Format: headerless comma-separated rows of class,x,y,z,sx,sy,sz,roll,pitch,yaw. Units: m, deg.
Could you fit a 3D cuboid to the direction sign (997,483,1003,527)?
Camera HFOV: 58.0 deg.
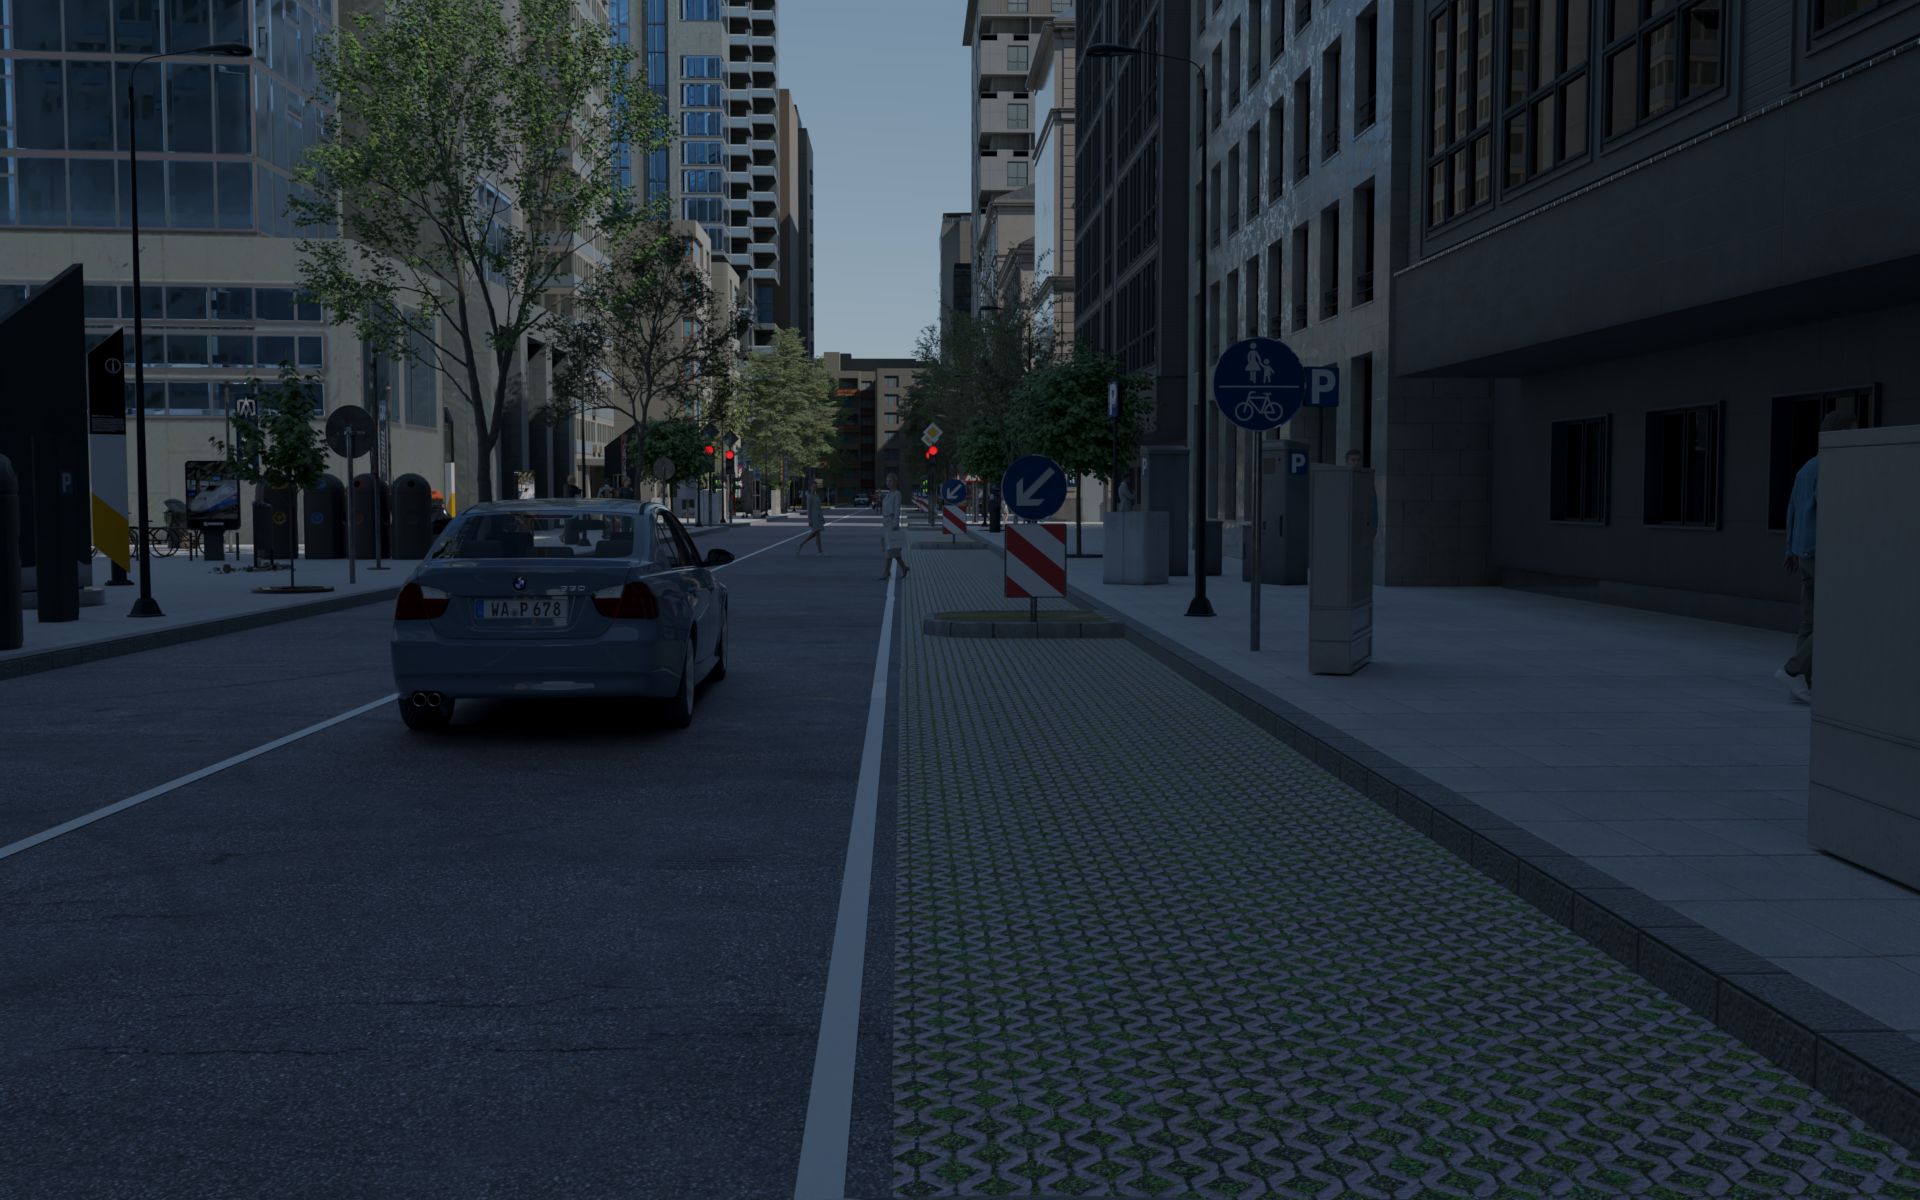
direction sign,1.478,-4.586,66.974,0.379,3.537,0.876,0,4,-7

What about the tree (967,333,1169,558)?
tree,2.519,-3.155,35.291,4.285,4.588,4.351,0,3,0

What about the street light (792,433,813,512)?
street light,-11.550,-9.394,126.126,1.470,5.913,1.316,0,4,-2

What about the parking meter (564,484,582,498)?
parking meter,-9.842,-2.169,43.877,0.372,1.533,0.369,0,3,0

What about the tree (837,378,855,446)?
tree,-12.378,-13.037,138.916,9.928,11.665,9.643,0,3,0

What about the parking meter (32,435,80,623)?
parking meter,-9.089,-0.716,17.419,0.255,1.863,0.399,0,4,1

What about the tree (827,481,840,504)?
tree,-16.401,-14.191,226.615,1.663,3.219,1.824,0,3,0

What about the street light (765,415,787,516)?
street light,-10.801,-7.874,101.273,1.470,5.913,1.316,0,4,-2

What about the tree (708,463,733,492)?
tree,-14.727,-6.856,106.698,1.663,3.219,1.824,0,3,0

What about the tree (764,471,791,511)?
tree,-13.369,-8.309,130.453,1.663,3.219,1.824,0,3,0

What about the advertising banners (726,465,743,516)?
advertising banners,-13.597,-6.556,103.374,0.090,3.025,2.074,2,4,33

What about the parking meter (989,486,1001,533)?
parking meter,1.165,-3.011,57.644,0.372,1.533,0.369,0,3,0

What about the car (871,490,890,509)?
car,-7.371,-9.585,165.391,2.281,1.827,5.304,0,4,-3

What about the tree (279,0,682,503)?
tree,-9.232,-6.608,33.802,9.928,11.665,9.643,0,3,0

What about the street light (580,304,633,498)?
street light,-8.685,-4.273,42.397,1.470,5.913,1.316,0,4,-2

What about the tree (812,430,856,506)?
tree,-14.826,-15.819,209.004,4.737,8.622,4.395,0,3,0

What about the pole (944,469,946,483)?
pole,-1.214,-8.993,140.875,0.158,3.312,0.155,0,3,0

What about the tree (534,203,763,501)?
tree,-10.150,-7.404,55.472,7.601,10.594,8.767,1,4,12

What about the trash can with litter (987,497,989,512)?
trash can with litter,2.062,-6.675,120.528,0.624,1.170,1.055,-1,4,-14

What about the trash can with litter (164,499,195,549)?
trash can with litter,-18.223,-1.793,40.698,1.055,1.170,0.624,3,4,36

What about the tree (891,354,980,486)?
tree,-1.326,-15.309,156.960,9.857,13.997,8.962,0,3,0

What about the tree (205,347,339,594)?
tree,-8.733,-1.724,22.782,1.663,3.219,1.824,0,3,0

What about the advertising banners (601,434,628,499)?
advertising banners,-9.907,-3.279,49.797,0.090,3.025,2.074,1,4,10

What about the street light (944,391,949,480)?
street light,0.138,-6.398,77.156,1.470,5.913,1.316,0,4,-2

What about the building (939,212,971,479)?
building,4.242,-34.276,244.004,14.086,41.232,14.154,0,4,-2

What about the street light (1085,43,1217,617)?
street light,1.990,-2.783,18.051,1.470,5.913,1.316,0,4,-2

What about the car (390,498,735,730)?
car,-2.590,0.008,11.867,2.014,1.417,4.499,0,4,-3

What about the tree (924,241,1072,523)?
tree,1.400,-6.073,49.654,4.360,8.622,3.978,0,3,0

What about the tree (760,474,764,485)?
tree,-16.050,-9.306,146.760,1.663,3.219,1.824,0,3,0

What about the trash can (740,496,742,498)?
trash can,-18.303,-8.246,146.467,0.748,1.137,0.748,0,3,0

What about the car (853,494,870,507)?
car,-11.232,-11.516,198.067,2.009,1.686,4.222,0,4,-2

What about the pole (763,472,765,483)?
pole,-16.776,-9.480,148.843,0.158,3.312,0.155,0,3,0

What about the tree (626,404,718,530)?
tree,-10.510,-4.848,62.981,4.285,4.588,4.351,0,3,0

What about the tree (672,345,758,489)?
tree,-11.891,-8.274,85.650,4.737,8.622,4.395,0,3,0

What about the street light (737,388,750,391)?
street light,-9.910,-6.343,76.244,1.470,5.913,1.316,0,4,-2

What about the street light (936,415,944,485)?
street light,-0.725,-7.910,101.867,1.470,5.913,1.316,0,4,-2

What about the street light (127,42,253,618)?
street light,-7.982,-2.778,17.968,1.470,5.913,1.316,0,4,-2

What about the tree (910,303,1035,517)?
tree,1.256,-10.354,95.048,9.928,11.665,9.643,0,3,0

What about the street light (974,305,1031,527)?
street light,1.171,-4.298,42.813,1.470,5.913,1.316,0,4,-2

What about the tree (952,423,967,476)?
tree,1.382,-4.687,60.349,4.285,4.588,4.351,0,3,0

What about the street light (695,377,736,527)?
street light,-9.552,-5.766,66.821,1.470,5.913,1.316,0,4,-2

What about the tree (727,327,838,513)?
tree,-11.995,-12.201,117.606,7.486,12.596,7.792,0,3,0

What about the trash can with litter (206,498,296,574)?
trash can with litter,-11.936,-1.091,28.888,1.678,1.210,2.233,1,4,9

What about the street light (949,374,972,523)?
street light,0.429,-5.792,67.241,1.470,5.913,1.316,0,4,-2

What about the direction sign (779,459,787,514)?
direction sign,-11.280,-7.260,110.696,0.379,3.537,0.876,2,4,27
